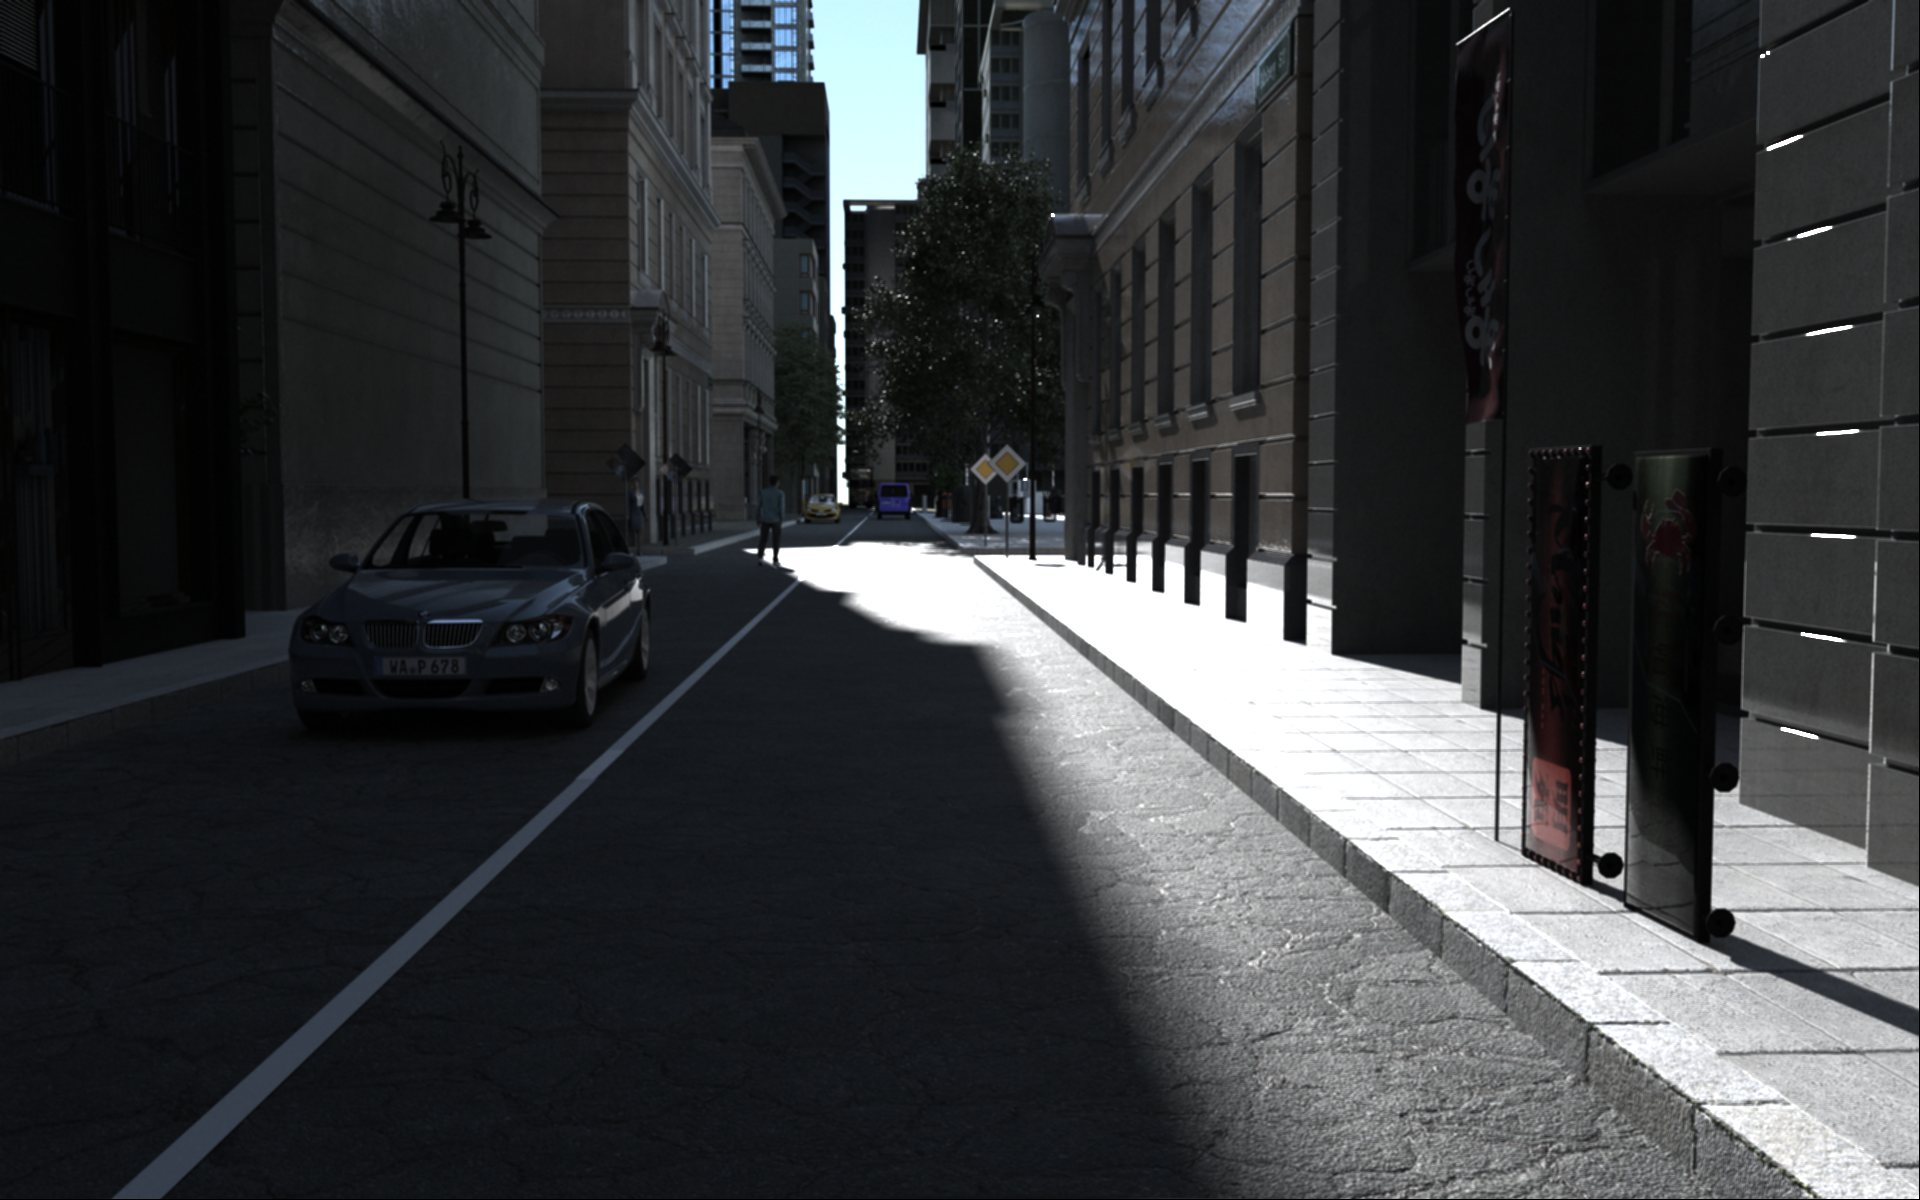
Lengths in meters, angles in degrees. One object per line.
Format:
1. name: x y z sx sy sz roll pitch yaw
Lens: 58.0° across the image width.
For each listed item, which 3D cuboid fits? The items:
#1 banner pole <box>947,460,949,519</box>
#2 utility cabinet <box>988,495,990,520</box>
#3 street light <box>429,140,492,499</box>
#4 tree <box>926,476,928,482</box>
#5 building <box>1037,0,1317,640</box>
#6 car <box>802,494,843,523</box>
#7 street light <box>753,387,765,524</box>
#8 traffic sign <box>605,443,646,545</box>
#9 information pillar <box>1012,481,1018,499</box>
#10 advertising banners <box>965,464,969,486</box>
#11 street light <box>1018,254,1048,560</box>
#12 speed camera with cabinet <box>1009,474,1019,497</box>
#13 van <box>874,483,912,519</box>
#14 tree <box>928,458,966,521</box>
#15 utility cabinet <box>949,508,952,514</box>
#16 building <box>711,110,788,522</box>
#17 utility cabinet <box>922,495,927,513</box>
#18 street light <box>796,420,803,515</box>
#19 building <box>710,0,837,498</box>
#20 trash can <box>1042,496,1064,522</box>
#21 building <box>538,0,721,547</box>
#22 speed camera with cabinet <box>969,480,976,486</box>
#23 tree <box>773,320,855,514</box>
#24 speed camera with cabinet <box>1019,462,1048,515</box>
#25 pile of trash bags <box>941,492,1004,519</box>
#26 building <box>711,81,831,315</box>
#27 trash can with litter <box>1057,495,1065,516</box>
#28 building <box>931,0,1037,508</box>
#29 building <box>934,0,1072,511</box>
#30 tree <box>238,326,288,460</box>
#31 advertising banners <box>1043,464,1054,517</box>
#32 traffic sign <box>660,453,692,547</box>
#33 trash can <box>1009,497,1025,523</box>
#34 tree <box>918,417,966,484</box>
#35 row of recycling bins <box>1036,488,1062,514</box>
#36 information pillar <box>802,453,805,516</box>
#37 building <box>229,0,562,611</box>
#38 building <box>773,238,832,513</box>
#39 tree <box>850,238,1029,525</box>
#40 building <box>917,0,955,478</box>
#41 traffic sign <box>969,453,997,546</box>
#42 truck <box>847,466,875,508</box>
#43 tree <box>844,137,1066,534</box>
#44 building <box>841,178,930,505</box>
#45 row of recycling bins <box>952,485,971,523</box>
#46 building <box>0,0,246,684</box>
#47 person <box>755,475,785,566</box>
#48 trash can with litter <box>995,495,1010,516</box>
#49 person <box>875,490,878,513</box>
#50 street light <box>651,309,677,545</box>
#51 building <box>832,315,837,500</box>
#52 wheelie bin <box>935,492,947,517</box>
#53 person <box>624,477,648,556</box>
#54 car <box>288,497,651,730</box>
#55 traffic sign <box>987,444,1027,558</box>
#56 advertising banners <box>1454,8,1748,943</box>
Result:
1. banner pole: -0.609 -5.984 87.854 0.401 3.779 0.863 0 4 -1
2. utility cabinet: 1.057 -4.586 86.150 0.306 1.237 1.020 3 5 40
3. street light: -6.630 -3.080 23.151 0.468 5.910 1.993 0 4 -2
4. tree: -1.084 -6.081 94.031 1.663 3.219 1.824 0 3 0
5. building: 8.673 -14.578 24.258 13.634 28.700 20.117 0 4 -2
6. car: -6.821 -4.631 85.938 2.015 1.641 3.980 0 4 -3
7. street light: -8.665 -6.239 74.789 0.468 5.910 1.993 0 4 -2
8. traffic sign: -6.603 -1.871 34.233 0.795 2.450 0.064 0 4 -2
9. information pillar: 3.149 -5.826 99.746 0.304 2.012 0.304 -1 4 -8
10. advertising banners: 0.731 -6.366 100.270 0.090 3.025 2.074 2 4 27
11. street light: 1.412 -3.718 33.581 0.468 5.910 1.993 0 4 -2
12. speed camera with cabinet: 3.818 -7.085 110.173 0.660 3.252 2.038 2 4 30
13. van: -3.813 -5.808 99.340 2.240 2.365 5.245 0 4 -3
14. tree: -0.566 -5.374 82.466 1.663 3.219 1.824 0 3 0
15. utility cabinet: -0.959 -6.014 109.492 1.020 1.237 0.306 2 4 33
16. building: -14.522 -14.094 81.351 10.553 20.767 40.483 0 4 -2
17. utility cabinet: -2.391 -6.469 116.933 0.306 1.237 1.020 0 4 -4
18. street light: -9.889 -8.174 106.438 0.468 5.910 1.993 0 4 -2
19. building: -30.676 -54.860 209.634 31.000 86.520 22.319 0 4 -2
20. trash can: 4.151 -4.178 79.963 0.748 1.137 0.748 0 3 0
21. building: -14.509 -16.204 50.843 13.634 28.700 20.117 0 4 -2
22. speed camera with cabinet: 1.043 -7.112 110.621 0.660 3.252 2.038 1 4 10
23. tree: -10.545 -11.927 113.126 7.486 12.596 7.792 0 3 0
24. speed camera with cabinet: 4.718 -6.886 106.923 0.660 3.252 2.038 -3 4 -37
25. pile of trash bags: 0.666 -4.928 90.328 3.447 1.369 1.912 1 4 17
26. building: -21.210 -32.729 185.224 14.200 45.320 14.600 0 4 -2
27. trash can with litter: 6.630 -5.573 102.184 2.233 1.210 1.678 -1 4 -16
28. building: 7.923 -43.812 154.579 20.563 71.187 20.611 0 4 -2
29. building: 14.290 -26.980 132.996 32.217 40.220 23.993 0 4 -2
30. tree: -7.704 -1.360 16.834 1.663 3.219 1.824 0 3 0
31. advertising banners: 5.003 -6.173 97.112 0.090 3.025 2.074 1 4 21
32. traffic sign: -6.914 -2.359 42.212 0.795 2.450 0.064 0 4 -2
33. trash can: 2.515 -3.966 76.490 0.748 1.137 0.748 0 3 0
34. tree: -1.214 -10.286 118.540 4.360 8.622 3.978 0 3 0
35. row of recycling bins: 5.469 -6.622 115.382 1.069 1.692 3.534 -3 5 -41
36. information pillar: -9.032 -6.637 99.862 0.183 3.616 0.504 0 4 4
37. building: -21.913 -11.727 25.025 30.059 22.955 16.112 0 4 -2
38. building: -24.315 -17.510 131.332 27.650 21.520 28.899 0 4 -2
39. tree: 0.422 -9.823 70.984 12.009 13.543 11.850 0 3 0
40. building: 10.087 -36.086 179.252 28.713 52.752 27.495 0 4 -2
41. traffic sign: 0.625 -2.376 42.485 0.795 2.450 0.064 0 4 -2
42. truck: -10.100 -11.501 176.946 2.839 4.237 11.283 0 4 -3
43. tree: 0.803 -8.487 55.763 9.611 12.733 9.660 0 3 0
44. building: -2.606 -32.050 215.890 23.993 40.220 32.217 0 4 -2
45. row of recycling bins: 0.413 -4.388 78.860 1.069 1.692 3.534 1 4 17
46. building: -12.243 -10.827 6.692 12.332 23.373 15.834 0 4 -2
47. person: -3.825 -1.604 34.739 0.660 1.820 0.620 1 4 14
48. trash can with litter: 2.549 -5.719 104.562 1.678 1.210 2.233 2 4 27
49. person: -6.361 -7.635 134.135 0.742 1.727 0.445 3 5 43
50. street light: -7.393 -4.317 43.377 0.468 5.910 1.993 0 4 -2
51. building: -25.809 -19.333 161.128 27.650 21.520 28.899 0 4 -2
52. wheelie bin: -0.931 -5.440 96.846 0.693 1.594 0.980 3 5 43
53. person: -7.412 -1.895 39.514 0.581 1.822 0.654 -2 4 -31
54. car: -3.216 -0.005 12.090 2.014 1.417 4.499 0 4 -3
55. traffic sign: 0.937 -1.888 34.506 0.795 2.450 0.064 0 4 -2
56. advertising banners: 2.036 -0.588 5.798 0.090 3.025 2.074 0 4 -5
